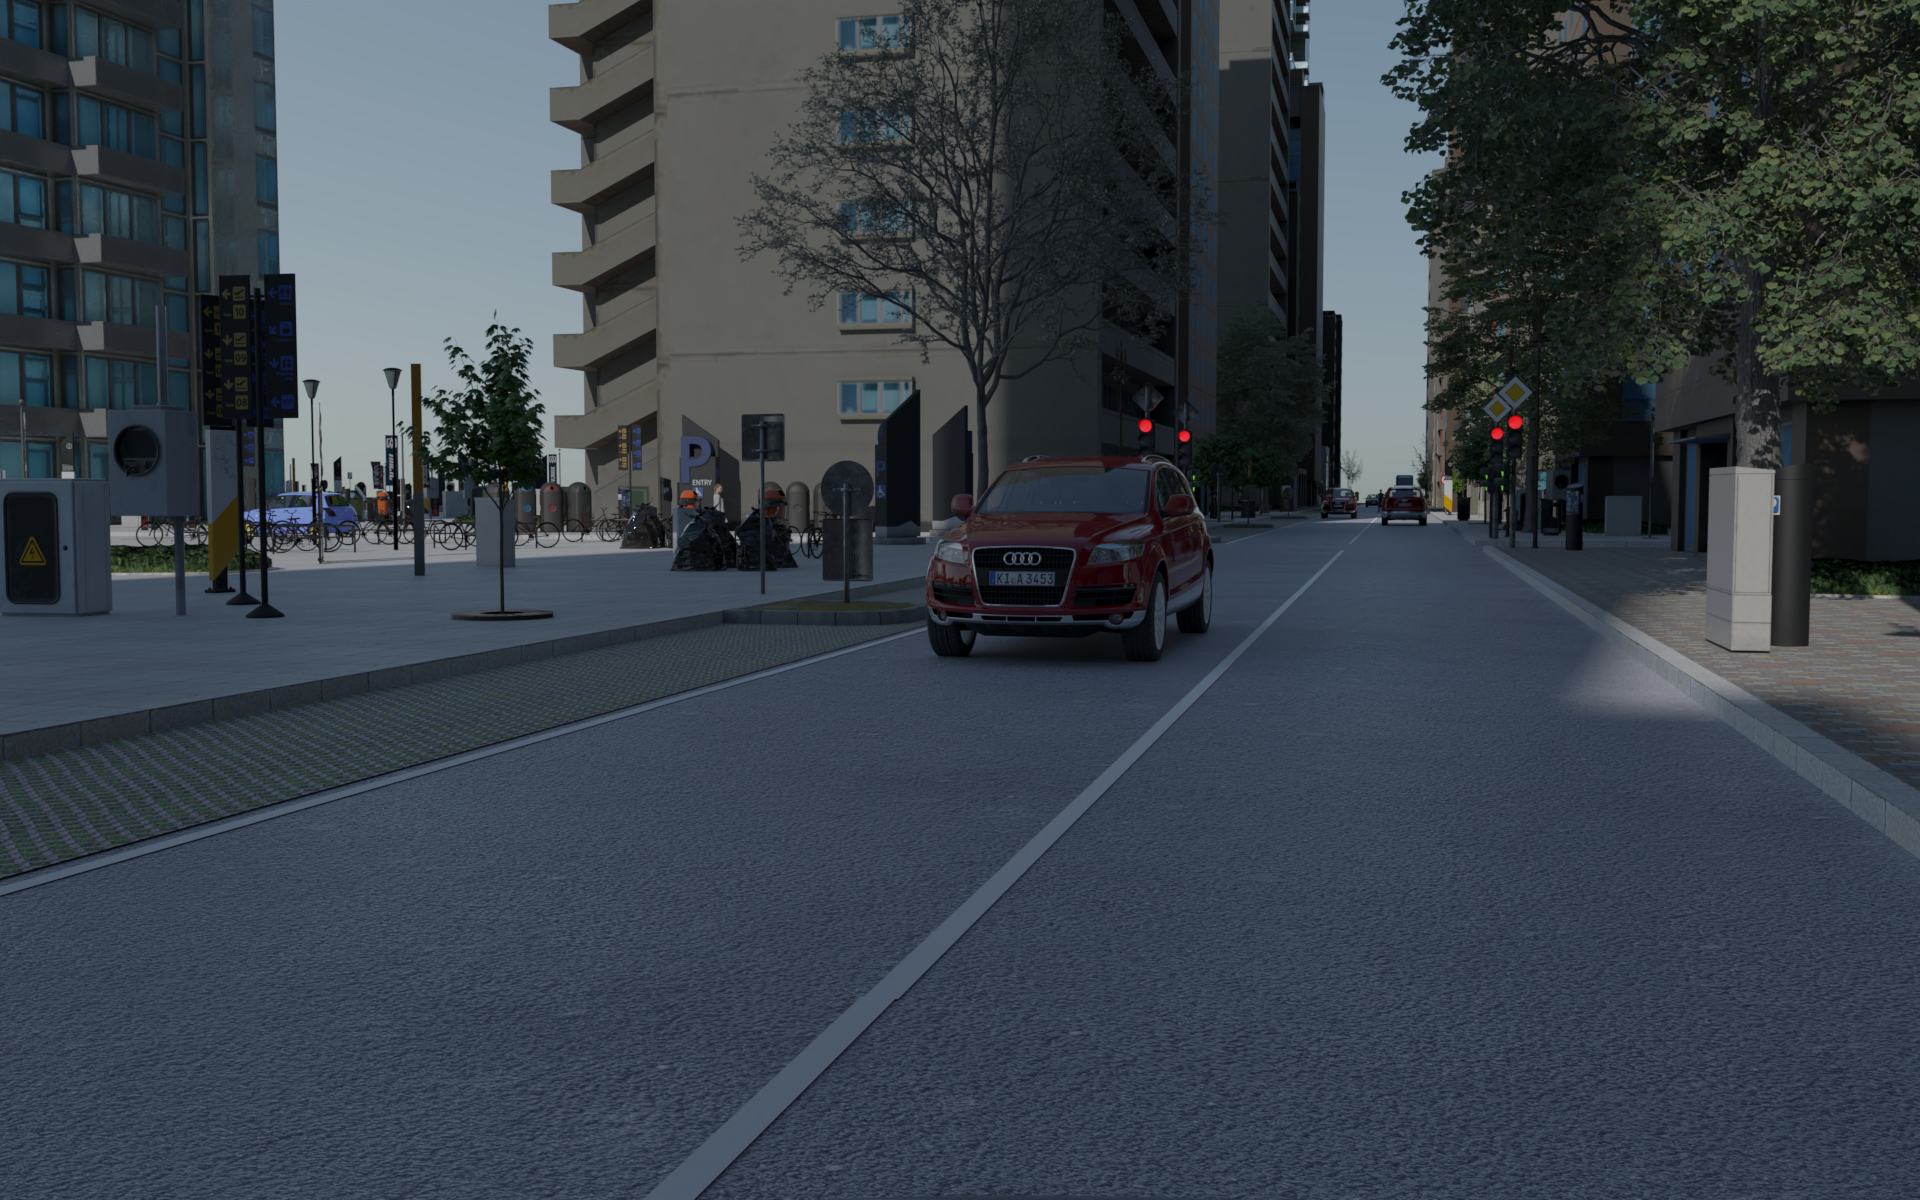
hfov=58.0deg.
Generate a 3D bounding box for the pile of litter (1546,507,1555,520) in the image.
[{"bbox_3d":[22.004,-3.172,65.825,1.719,0.858,1.176,1,4,10],"label":"pile of litter"}]

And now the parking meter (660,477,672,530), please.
[{"bbox_3d":[-9.962,-3.243,58.734,0.399,1.863,0.255,-1,4,-16],"label":"parking meter"}]

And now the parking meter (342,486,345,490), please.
[{"bbox_3d":[-45.988,-7.536,128.932,0.399,1.863,0.255,-3,4,-36],"label":"parking meter"}]

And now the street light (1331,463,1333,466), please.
[{"bbox_3d":[44.228,-14.310,206.757,0.468,5.910,1.993,1,4,14],"label":"street light"}]

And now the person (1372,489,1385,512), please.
[{"bbox_3d":[32.756,-7.726,134.839,1.348,1.822,0.705,1,4,16],"label":"person"}]

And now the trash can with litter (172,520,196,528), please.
[{"bbox_3d":[-29.286,-3.290,65.180,0.624,1.170,1.055,1,4,19],"label":"trash can with litter"}]

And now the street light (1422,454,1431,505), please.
[{"bbox_3d":[55.819,-14.319,206.906,0.468,5.910,1.993,1,4,14],"label":"street light"}]

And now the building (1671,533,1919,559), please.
[{"bbox_3d":[20.934,-23.241,30.103,14.600,45.320,14.200,1,4,14],"label":"building"}]

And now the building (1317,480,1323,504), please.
[{"bbox_3d":[30.348,-32.486,223.025,32.217,40.220,23.993,1,4,14],"label":"building"}]

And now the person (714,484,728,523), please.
[{"bbox_3d":[-7.086,-2.532,50.655,0.466,1.731,0.760,3,5,39],"label":"person"}]

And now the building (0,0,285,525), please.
[{"bbox_3d":[-47.847,-27.951,76.606,30.456,49.044,23.786,1,4,14],"label":"building"}]

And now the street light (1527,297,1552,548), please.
[{"bbox_3d":[13.607,-4.160,40.801,0.468,5.910,1.993,1,4,14],"label":"street light"}]

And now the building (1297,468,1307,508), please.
[{"bbox_3d":[24.024,-44.828,171.193,20.563,71.187,20.611,1,4,14],"label":"building"}]

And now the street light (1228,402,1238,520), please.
[{"bbox_3d":[13.717,-6.990,87.069,0.468,5.910,1.993,1,4,14],"label":"street light"}]

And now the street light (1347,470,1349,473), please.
[{"bbox_3d":[61.744,-18.521,275.604,0.468,5.910,1.993,1,4,14],"label":"street light"}]

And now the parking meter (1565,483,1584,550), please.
[{"bbox_3d":[14.036,-1.905,39.553,0.372,1.533,0.369,0,3,0],"label":"parking meter"}]

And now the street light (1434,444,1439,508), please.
[{"bbox_3d":[44.145,-11.487,160.595,0.468,5.910,1.993,1,4,14],"label":"street light"}]

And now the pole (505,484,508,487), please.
[{"bbox_3d":[-20.374,-5.130,77.712,0.158,3.312,0.155,0,3,0],"label":"pole"}]

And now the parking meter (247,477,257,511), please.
[{"bbox_3d":[-24.662,-3.343,60.364,0.255,1.863,0.399,-1,4,-16],"label":"parking meter"}]

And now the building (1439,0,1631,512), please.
[{"bbox_3d":[51.247,-30.976,156.569,14.600,45.320,14.200,1,4,14],"label":"building"}]

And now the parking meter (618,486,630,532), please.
[{"bbox_3d":[-10.861,-2.911,56.009,0.372,1.533,0.369,0,3,0],"label":"parking meter"}]

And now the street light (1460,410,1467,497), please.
[{"bbox_3d":[25.218,-6.969,86.724,0.468,5.910,1.993,1,4,14],"label":"street light"}]

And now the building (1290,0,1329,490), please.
[{"bbox_3d":[41.921,-57.145,246.992,22.319,86.520,31.000,1,4,14],"label":"building"}]

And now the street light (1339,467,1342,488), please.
[{"bbox_3d":[52.960,-16.401,240.944,0.468,5.910,1.993,1,4,14],"label":"street light"}]

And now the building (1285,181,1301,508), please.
[{"bbox_3d":[22.770,-23.436,154.876,14.160,30.474,14.107,1,4,14],"label":"building"}]

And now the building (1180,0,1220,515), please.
[{"bbox_3d":[7.171,-27.480,99.414,14.600,45.320,14.200,1,4,14],"label":"building"}]

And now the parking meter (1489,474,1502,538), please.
[{"bbox_3d":[15.537,-2.731,50.371,0.255,1.863,0.399,1,4,15],"label":"parking meter"}]

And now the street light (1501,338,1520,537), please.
[{"bbox_3d":[16.371,-4.821,51.614,0.468,5.910,1.993,1,4,14],"label":"street light"}]

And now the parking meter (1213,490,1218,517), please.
[{"bbox_3d":[13.664,-5.119,92.108,0.372,1.533,0.369,0,3,0],"label":"parking meter"}]

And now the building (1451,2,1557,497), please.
[{"bbox_3d":[50.107,-29.349,134.475,22.147,44.769,28.867,1,4,14],"label":"building"}]

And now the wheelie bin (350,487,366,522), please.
[{"bbox_3d":[-27.507,-4.348,78.998,0.693,1.594,0.980,0,4,-5],"label":"wheelie bin"}]

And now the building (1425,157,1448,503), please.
[{"bbox_3d":[76.618,-37.846,242.476,21.300,48.544,21.600,1,4,14],"label":"building"}]

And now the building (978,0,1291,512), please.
[{"bbox_3d":[14.572,-31.420,137.424,21.300,48.544,21.600,1,4,14],"label":"building"}]

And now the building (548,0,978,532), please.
[{"bbox_3d":[-3.259,-27.176,68.023,21.300,48.544,21.600,1,4,14],"label":"building"}]

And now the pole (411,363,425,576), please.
[{"bbox_3d":[-8.505,-2.039,27.174,0.158,3.312,0.155,0,3,0],"label":"pole"}]

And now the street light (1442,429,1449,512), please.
[{"bbox_3d":[35.390,-9.396,126.408,0.468,5.910,1.993,1,4,14],"label":"street light"}]

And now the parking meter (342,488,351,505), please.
[{"bbox_3d":[-27.478,-4.228,77.542,0.372,1.533,0.369,0,3,0],"label":"parking meter"}]

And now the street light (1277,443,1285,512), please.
[{"bbox_3d":[22.608,-9.120,121.894,0.468,5.910,1.993,1,4,14],"label":"street light"}]

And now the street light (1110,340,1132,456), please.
[{"bbox_3d":[4.839,-4.854,52.144,0.468,5.910,1.993,1,4,14],"label":"street light"}]

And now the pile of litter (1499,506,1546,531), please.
[{"bbox_3d":[19.589,-2.873,60.944,1.176,0.858,1.719,0,4,-5],"label":"pile of litter"}]

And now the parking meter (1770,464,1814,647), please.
[{"bbox_3d":[7.010,-0.383,14.679,0.372,1.533,0.369,0,3,0],"label":"parking meter"}]

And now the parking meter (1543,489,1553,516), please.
[{"bbox_3d":[23.643,-3.745,69.634,0.372,1.533,0.369,0,3,0],"label":"parking meter"}]

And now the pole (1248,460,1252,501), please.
[{"bbox_3d":[17.263,-6.684,103.134,0.158,3.312,0.155,0,3,0],"label":"pole"}]

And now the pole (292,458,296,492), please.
[{"bbox_3d":[-37.521,-6.344,97.565,0.158,3.312,0.155,0,3,0],"label":"pole"}]

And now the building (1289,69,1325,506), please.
[{"bbox_3d":[32.045,-32.894,187.931,14.600,45.320,14.200,1,4,14],"label":"building"}]

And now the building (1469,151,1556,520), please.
[{"bbox_3d":[43.189,-15.376,96.442,27.650,21.520,28.899,1,4,14],"label":"building"}]

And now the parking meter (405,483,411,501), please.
[{"bbox_3d":[-29.061,-5.213,90.951,0.399,1.863,0.255,-2,4,-25],"label":"parking meter"}]

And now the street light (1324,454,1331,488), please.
[{"bbox_3d":[41.233,-13.597,195.104,0.468,5.910,1.993,1,4,14],"label":"street light"}]

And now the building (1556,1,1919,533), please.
[{"bbox_3d":[31.441,-25.575,68.265,14.600,45.320,14.200,1,4,14],"label":"building"}]

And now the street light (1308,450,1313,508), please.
[{"bbox_3d":[32.546,-11.506,160.905,0.468,5.910,1.993,1,4,14],"label":"street light"}]

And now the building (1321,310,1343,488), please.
[{"bbox_3d":[51.950,-30.439,269.385,14.160,30.474,14.107,1,4,14],"label":"building"}]

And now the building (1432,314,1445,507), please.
[{"bbox_3d":[63.086,-20.325,177.346,27.650,21.520,28.899,1,4,14],"label":"building"}]
